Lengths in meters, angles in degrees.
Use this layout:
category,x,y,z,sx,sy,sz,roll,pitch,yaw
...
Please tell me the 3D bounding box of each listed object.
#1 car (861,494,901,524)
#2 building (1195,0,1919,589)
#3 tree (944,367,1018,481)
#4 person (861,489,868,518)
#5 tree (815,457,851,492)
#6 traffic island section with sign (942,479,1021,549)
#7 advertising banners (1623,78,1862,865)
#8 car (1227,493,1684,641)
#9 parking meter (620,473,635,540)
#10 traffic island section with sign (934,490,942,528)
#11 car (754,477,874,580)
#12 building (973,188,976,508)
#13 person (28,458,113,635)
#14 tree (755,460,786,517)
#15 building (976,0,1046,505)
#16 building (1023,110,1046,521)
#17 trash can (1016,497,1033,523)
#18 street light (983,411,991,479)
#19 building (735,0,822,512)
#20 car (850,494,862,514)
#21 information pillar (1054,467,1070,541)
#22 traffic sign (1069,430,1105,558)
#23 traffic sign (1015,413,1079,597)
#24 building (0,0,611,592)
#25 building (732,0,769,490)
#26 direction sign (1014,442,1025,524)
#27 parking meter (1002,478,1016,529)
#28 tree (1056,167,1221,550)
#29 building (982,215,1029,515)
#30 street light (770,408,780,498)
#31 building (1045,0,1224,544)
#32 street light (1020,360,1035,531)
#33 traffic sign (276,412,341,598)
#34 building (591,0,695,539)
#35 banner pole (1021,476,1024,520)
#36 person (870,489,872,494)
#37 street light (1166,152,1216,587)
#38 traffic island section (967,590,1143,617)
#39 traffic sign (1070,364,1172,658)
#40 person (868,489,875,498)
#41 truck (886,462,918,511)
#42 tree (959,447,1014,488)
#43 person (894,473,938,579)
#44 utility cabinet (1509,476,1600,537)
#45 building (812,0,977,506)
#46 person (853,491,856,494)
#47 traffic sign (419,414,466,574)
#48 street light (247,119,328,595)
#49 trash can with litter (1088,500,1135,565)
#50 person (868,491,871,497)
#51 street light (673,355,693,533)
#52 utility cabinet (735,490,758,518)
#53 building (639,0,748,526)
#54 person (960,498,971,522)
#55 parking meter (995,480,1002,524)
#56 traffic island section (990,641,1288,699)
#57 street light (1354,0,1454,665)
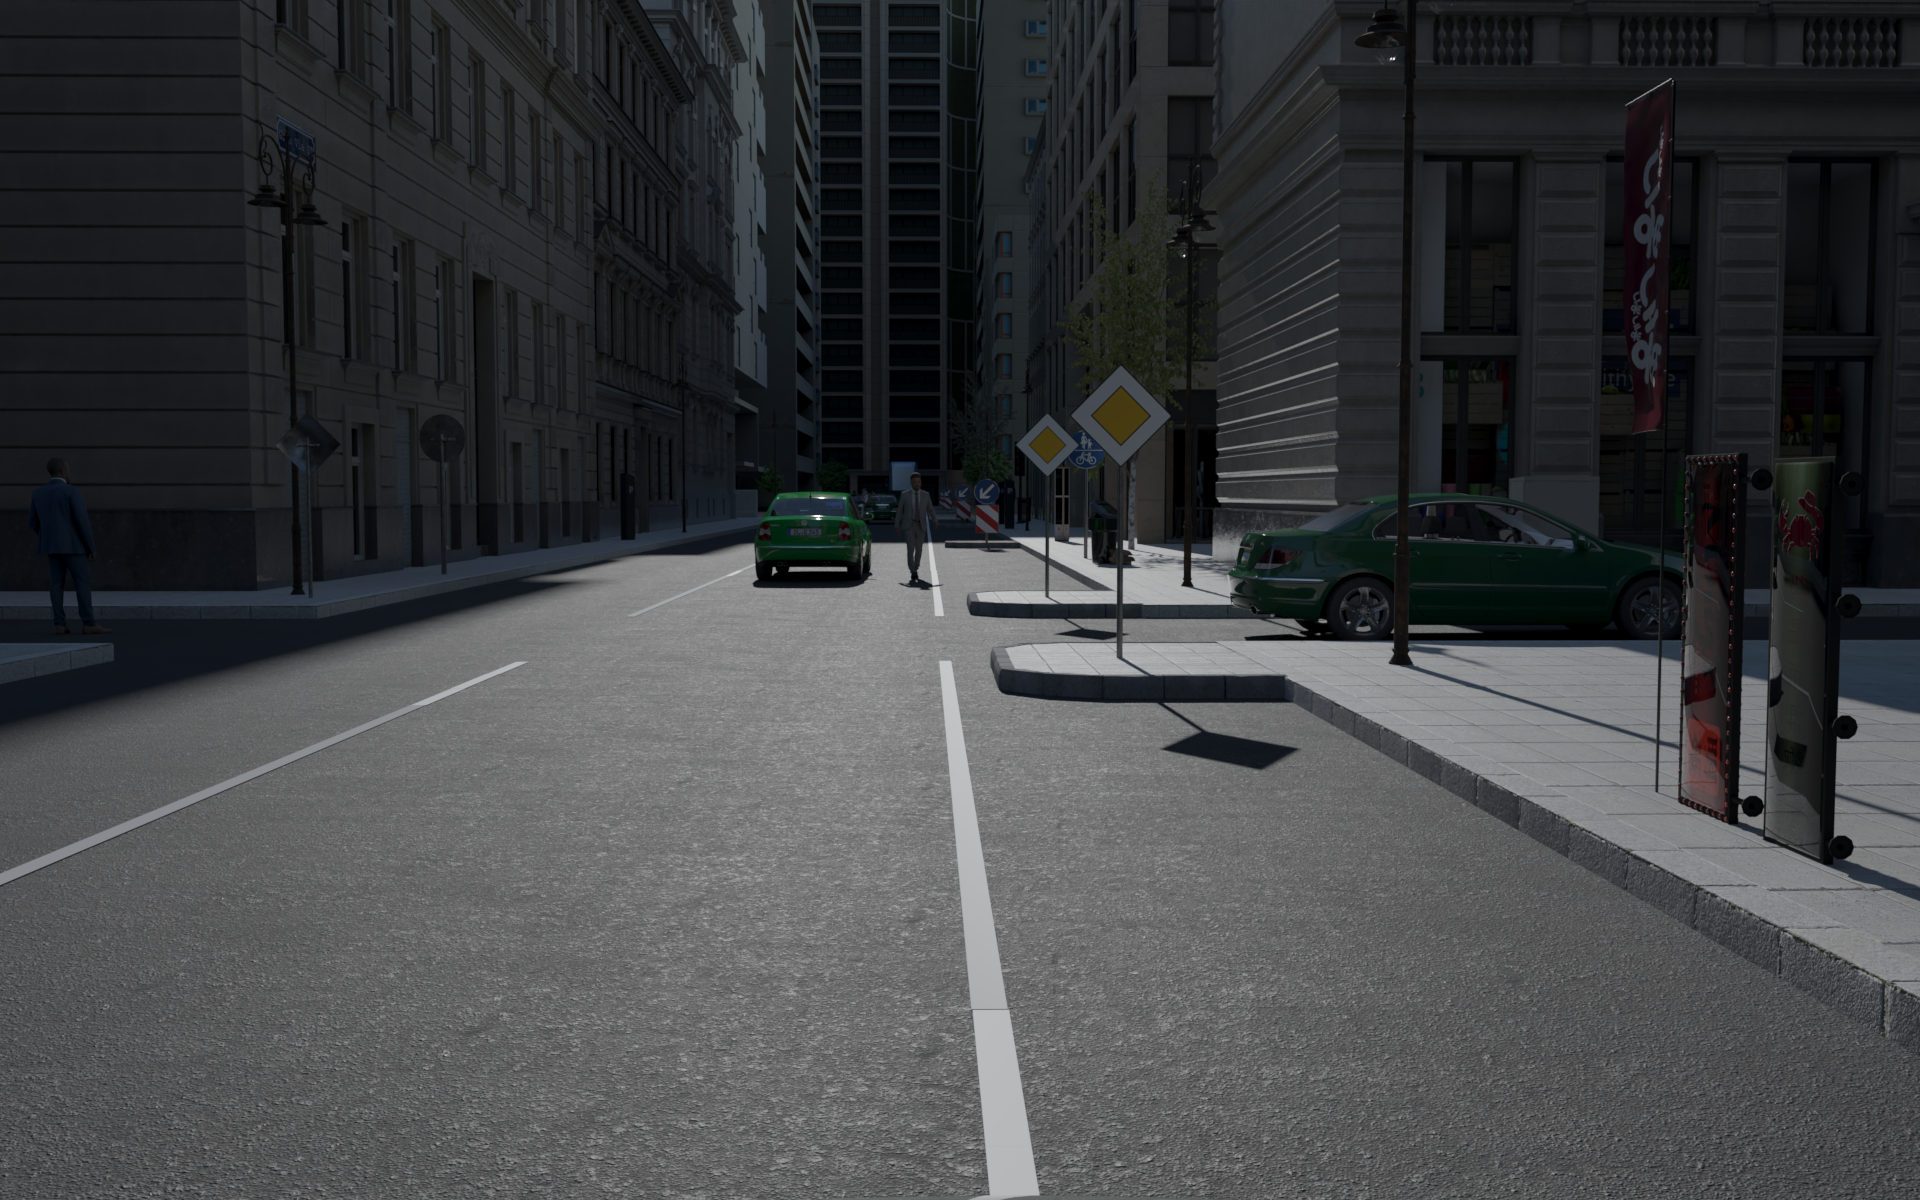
category,x,y,z,sx,sy,sz,roll,pitch,yaw
car,-3.733,-4.392,83.607,2.131,1.459,4.920,0,4,-2
building,14.118,-12.147,27.486,19.941,23.489,11.050,0,4,-1
tree,1.282,-9.142,99.826,4.360,8.622,3.978,0,3,0
person,-5.460,-5.499,99.075,0.621,1.740,0.551,-1,4,-13
tree,-11.247,-10.365,153.178,4.285,4.588,4.351,0,3,0
traffic island section with sign,0.587,-2.316,46.491,1.989,1.847,2.006,0,4,-1
advertising banners,3.002,-0.652,6.845,0.090,3.025,2.074,0,3,0
car,5.172,-0.341,17.372,4.920,1.459,2.131,0,4,-2
parking meter,-9.264,-2.606,48.318,0.255,1.863,0.399,2,4,27
traffic island section with sign,0.018,-3.999,74.016,1.989,1.847,2.006,0,4,-1
car,-2.516,-1.318,30.342,1.959,1.807,4.718,0,4,0
building,8.230,-24.042,164.789,14.160,30.474,14.107,0,4,-1
person,-9.120,-0.550,17.682,0.721,1.800,0.419,0,3,0
tree,-10.672,-6.261,96.975,1.663,3.219,1.824,0,3,0
building,12.318,-31.975,146.498,21.300,48.544,21.600,0,4,-1
building,8.550,-14.551,87.057,9.793,20.994,18.267,0,4,-1
trash can,2.877,-4.037,77.656,0.748,1.137,0.748,0,3,0
street light,1.508,-7.544,96.130,0.468,5.910,1.993,0,4,-1
building,-24.034,-32.803,160.031,21.600,48.544,21.300,0,4,-1
car,-6.886,-6.245,111.894,2.009,1.686,4.222,0,4,-1
information pillar,2.767,-2.599,46.982,0.304,2.012,0.304,3,4,38
traffic sign,2.510,-2.105,34.517,0.768,2.556,0.104,0,4,3
traffic sign,1.080,-1.091,21.487,0.795,2.450,0.064,0,4,-1
building,-15.167,-14.480,34.007,12.463,27.353,25.104,0,4,-1
building,-30.288,-36.987,193.976,27.495,52.752,28.713,0,4,-1
direction sign,2.588,-5.075,74.977,0.379,3.537,0.876,2,4,32
parking meter,1.854,-3.561,63.929,0.399,1.863,0.255,0,4,1
tree,4.056,-5.486,40.051,4.737,8.622,4.395,0,3,0
building,15.823,-16.950,122.171,27.650,21.520,28.899,0,4,-1
street light,-9.955,-7.365,93.213,0.468,5.910,1.993,0,4,-1
building,13.788,-15.677,60.834,19.350,26.468,34.151,0,4,-1
street light,2.337,-5.339,60.083,0.468,5.910,1.993,0,4,-1
traffic sign,-8.012,-1.081,21.318,0.795,2.450,0.064,0,4,-1
building,-15.128,-11.730,56.417,10.561,19.102,19.286,0,4,-1
banner pole,3.001,-5.838,85.472,0.401,3.779,0.863,0,4,8
person,-8.087,-9.194,158.450,1.348,1.869,0.705,-2,4,-32
street light,3.158,-3.125,23.881,0.468,5.910,1.993,0,4,-1
traffic island section,1.104,0.044,21.564,2.009,0.180,2.903,0,4,-1
traffic sign,1.246,-0.603,13.503,0.795,2.450,0.064,0,4,-1
person,-5.242,-5.770,103.546,1.217,1.736,0.721,3,4,38
truck,-4.517,-9.117,138.817,2.967,4.110,18.799,0,4,-2
tree,1.634,-7.430,105.199,4.285,4.588,4.351,0,3,0
person,-0.750,-1.251,29.229,0.678,1.792,0.850,-1,4,-13
utility cabinet,7.481,-0.806,21.862,1.173,1.500,0.318,-1,4,-22
building,-6.143,-45.932,189.238,20.611,71.187,20.563,0,4,-1
person,-8.995,-8.357,145.927,0.721,1.735,1.217,3,4,38
traffic sign,-8.255,-1.684,27.638,0.768,2.556,0.104,0,4,5
street light,-8.446,-3.005,21.914,0.468,5.910,1.993,0,4,-1
trash can with litter,2.826,-1.245,31.744,0.624,1.170,1.055,-2,4,-33
person,-7.932,-8.617,150.095,0.721,1.736,1.217,-2,4,-27
street light,-9.194,-5.186,57.579,0.468,5.910,1.993,0,4,-1
utility cabinet,-11.518,-5.179,93.361,1.173,1.500,0.318,1,4,12
building,-17.467,-17.742,77.465,14.401,28.519,23.554,0,4,-1
person,0.254,-4.879,88.082,0.655,1.846,0.447,-2,4,-29
parking meter,1.681,-4.130,73.237,0.255,1.863,0.399,3,5,42
traffic island section,1.270,0.532,13.581,2.009,0.180,2.903,0,4,-1
street light,3.326,-2.453,12.893,0.468,5.910,1.993,0,4,-1
